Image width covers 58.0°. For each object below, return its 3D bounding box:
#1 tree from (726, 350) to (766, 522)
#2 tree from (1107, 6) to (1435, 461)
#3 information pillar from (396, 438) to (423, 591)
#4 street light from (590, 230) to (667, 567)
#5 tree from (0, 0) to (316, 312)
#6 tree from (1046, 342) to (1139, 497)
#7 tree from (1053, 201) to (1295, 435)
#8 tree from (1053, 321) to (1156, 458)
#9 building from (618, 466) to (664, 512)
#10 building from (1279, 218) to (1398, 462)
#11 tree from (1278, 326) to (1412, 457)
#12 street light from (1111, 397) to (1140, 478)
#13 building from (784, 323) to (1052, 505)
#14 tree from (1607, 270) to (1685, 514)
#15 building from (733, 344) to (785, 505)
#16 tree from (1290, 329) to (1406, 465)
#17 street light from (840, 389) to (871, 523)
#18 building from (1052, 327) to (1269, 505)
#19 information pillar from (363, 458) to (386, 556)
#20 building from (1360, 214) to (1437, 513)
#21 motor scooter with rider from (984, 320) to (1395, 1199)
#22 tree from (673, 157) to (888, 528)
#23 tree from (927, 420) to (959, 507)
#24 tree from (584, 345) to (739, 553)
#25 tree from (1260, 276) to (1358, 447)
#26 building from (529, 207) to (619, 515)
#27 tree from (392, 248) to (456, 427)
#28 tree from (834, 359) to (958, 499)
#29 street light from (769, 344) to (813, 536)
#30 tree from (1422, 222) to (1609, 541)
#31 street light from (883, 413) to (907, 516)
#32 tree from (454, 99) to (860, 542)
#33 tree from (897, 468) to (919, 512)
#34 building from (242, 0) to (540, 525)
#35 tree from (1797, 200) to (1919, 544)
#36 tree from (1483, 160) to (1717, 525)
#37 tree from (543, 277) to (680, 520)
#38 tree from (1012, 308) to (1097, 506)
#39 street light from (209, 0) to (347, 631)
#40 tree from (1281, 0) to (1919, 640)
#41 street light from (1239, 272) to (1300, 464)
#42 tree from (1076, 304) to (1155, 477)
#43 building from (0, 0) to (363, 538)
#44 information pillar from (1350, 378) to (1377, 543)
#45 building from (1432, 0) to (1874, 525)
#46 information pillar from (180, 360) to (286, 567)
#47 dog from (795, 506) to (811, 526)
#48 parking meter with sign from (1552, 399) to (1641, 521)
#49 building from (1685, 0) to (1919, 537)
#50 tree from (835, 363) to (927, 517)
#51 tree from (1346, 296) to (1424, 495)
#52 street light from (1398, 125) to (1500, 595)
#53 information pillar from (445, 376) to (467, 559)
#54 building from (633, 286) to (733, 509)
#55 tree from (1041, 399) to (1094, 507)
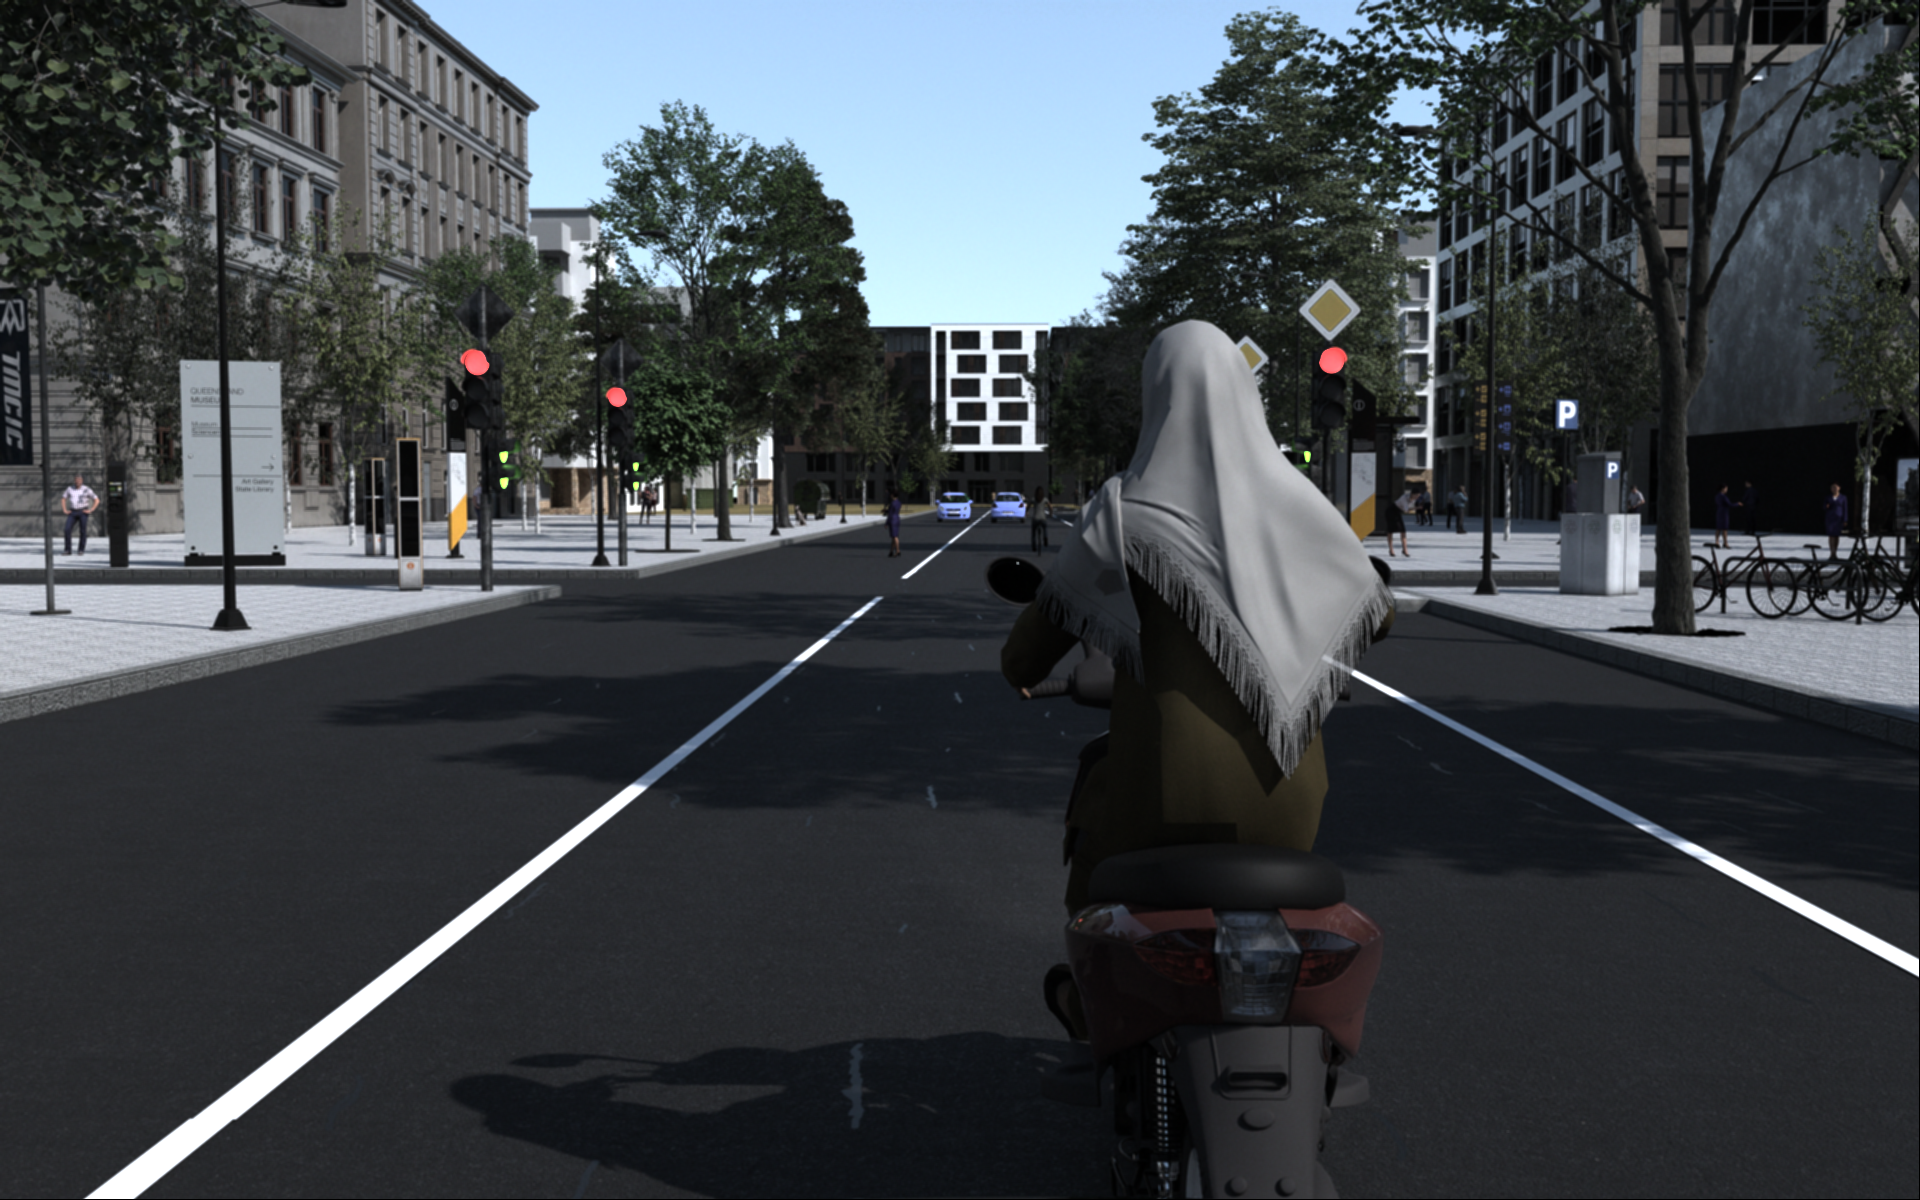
[{"bbox_3d":[-9.826,-7.894,79.428,4.737,8.622,4.395,0,3,0],"label":"tree"},{"bbox_3d":[7.443,-7.550,41.566,7.486,12.596,7.792,0,3,0],"label":"tree"},{"bbox_3d":[-7.283,-1.128,22.931,0.304,2.012,0.304,-1,4,-16],"label":"information pillar"},{"bbox_3d":[-5.848,-3.551,30.604,1.470,5.913,1.316,0,4,2],"label":"street light"},{"bbox_3d":[-7.270,-6.232,8.549,9.857,13.997,8.962,0,3,0],"label":"tree"},{"bbox_3d":[11.338,-14.405,142.940,7.806,13.903,7.818,0,3,0],"label":"tree"},{"bbox_3d":[9.061,-9.892,72.105,12.009,13.543,11.850,0,3,0],"label":"tree"},{"bbox_3d":[8.860,-9.439,88.743,8.767,10.594,7.601,0,4,8],"label":"tree"},{"bbox_3d":[-27.179,-11.675,133.036,9.099,9.664,28.070,0,4,2],"label":"building"},{"bbox_3d":[43.318,-18.376,144.418,27.936,21.610,32.646,0,4,2],"label":"building"},{"bbox_3d":[19.615,-9.437,88.704,7.601,10.594,8.767,3,4,38],"label":"tree"},{"bbox_3d":[7.992,-6.733,82.629,1.470,5.913,1.316,0,4,2],"label":"street light"},{"bbox_3d":[-5.266,-23.101,221.670,32.646,21.610,27.936,0,4,2],"label":"building"},{"bbox_3d":[21.412,-6.462,56.010,4.737,8.622,4.395,0,3,0],"label":"tree"},{"bbox_3d":[-28.365,-22.088,217.551,11.380,20.091,16.016,0,4,2],"label":"building"},{"bbox_3d":[22.365,-10.852,99.492,6.751,12.117,7.091,0,3,0],"label":"tree"},{"bbox_3d":[-4.610,-6.346,76.298,1.470,5.913,1.316,0,4,2],"label":"street light"},{"bbox_3d":[27.778,-23.094,221.561,32.646,21.610,27.936,0,4,2],"label":"building"},{"bbox_3d":[-12.072,-1.910,35.727,0.304,2.012,0.304,2,4,34],"label":"information pillar"},{"bbox_3d":[36.445,-16.216,121.555,16.016,20.091,11.380,0,4,2],"label":"building"},{"bbox_3d":[0.482,0.347,3.290,0.876,1.779,1.986,0,4,1],"label":"motor scooter with rider"},{"bbox_3d":[-6.815,-9.679,65.675,7.806,13.903,7.818,0,3,0],"label":"tree"},{"bbox_3d":[-3.110,-13.868,177.108,4.737,8.622,4.395,0,3,0],"label":"tree"},{"bbox_3d":[-6.569,-3.341,38.333,4.285,4.588,4.351,0,3,0],"label":"tree"},{"bbox_3d":[11.778,-6.578,57.910,4.360,8.622,3.978,0,3,0],"label":"tree"},{"bbox_3d":[-30.803,-15.672,112.654,16.016,20.091,11.380,0,4,2],"label":"building"},{"bbox_3d":[-18.606,-8.724,68.388,9.928,11.665,9.643,0,3,0],"label":"tree"},{"bbox_3d":[-4.361,-11.278,118.808,8.767,10.594,7.601,-1,4,-8],"label":"tree"},{"bbox_3d":[-5.190,-4.949,53.450,1.470,5.913,1.316,0,4,2],"label":"street light"},{"bbox_3d":[14.901,-5.897,46.783,4.737,8.622,4.395,0,3,0],"label":"tree"},{"bbox_3d":[-3.747,-7.749,99.240,1.470,5.913,1.316,0,4,2],"label":"street light"},{"bbox_3d":[-6.616,-7.415,46.988,9.928,11.665,9.643,0,3,0],"label":"tree"},{"bbox_3d":[-3.762,-8.010,125.563,1.663,3.219,1.824,0,3,0],"label":"tree"},{"bbox_3d":[-29.507,-17.479,83.044,12.463,27.353,25.104,0,4,2],"label":"building"},{"bbox_3d":[23.542,-5.748,44.341,4.737,8.622,4.395,0,3,0],"label":"tree"},{"bbox_3d":[14.607,-5.439,39.284,4.360,8.622,3.978,0,3,0],"label":"tree"},{"bbox_3d":[-17.311,-10.000,85.562,6.751,12.117,7.091,0,3,0],"label":"tree"},{"bbox_3d":[11.788,-19.766,179.069,12.611,20.169,13.585,0,3,0],"label":"tree"},{"bbox_3d":[-6.367,-2.670,16.199,1.470,5.913,1.316,0,4,2],"label":"street light"},{"bbox_3d":[6.593,-5.501,15.696,9.928,11.665,9.643,0,3,0],"label":"tree"},{"bbox_3d":[6.536,-3.903,36.363,1.470,5.913,1.316,0,4,2],"label":"street light"},{"bbox_3d":[9.586,-10.727,97.443,6.751,12.117,7.091,0,3,0],"label":"tree"},{"bbox_3d":[-30.276,-13.698,60.117,11.583,22.565,21.152,0,4,2],"label":"building"},{"bbox_3d":[8.070,-2.652,34.713,0.504,3.616,0.183,1,4,16],"label":"information pillar"},{"bbox_3d":[37.826,-17.304,87.434,19.350,26.468,34.151,0,4,2],"label":"building"},{"bbox_3d":[-12.879,-2.408,30.687,1.656,3.620,0.184,-1,4,-18],"label":"information pillar"},{"bbox_3d":[-6.354,-3.416,70.225,0.800,0.831,0.513,-1,4,-17],"label":"dog"},{"bbox_3d":[11.511,-2.141,31.259,0.543,3.016,1.738,-2,4,-25],"label":"parking meter with sign"},{"bbox_3d":[35.410,-11.562,56.492,16.811,18.784,16.820,0,4,2],"label":"building"},{"bbox_3d":[-5.106,-8.860,95.229,4.737,8.622,4.395,0,3,0],"label":"tree"},{"bbox_3d":[15.304,-6.924,63.577,4.737,8.622,4.395,0,3,0],"label":"tree"},{"bbox_3d":[6.192,-3.024,21.985,1.470,5.913,1.316,0,4,2],"label":"street light"},{"bbox_3d":[-10.066,-2.645,34.603,0.183,3.616,0.504,2,4,25],"label":"information pillar"},{"bbox_3d":[-37.568,-17.739,156.490,31.486,18.905,16.747,0,4,2],"label":"building"},{"bbox_3d":[11.663,-15.231,167.158,7.486,12.596,7.792,0,3,0],"label":"tree"}]
